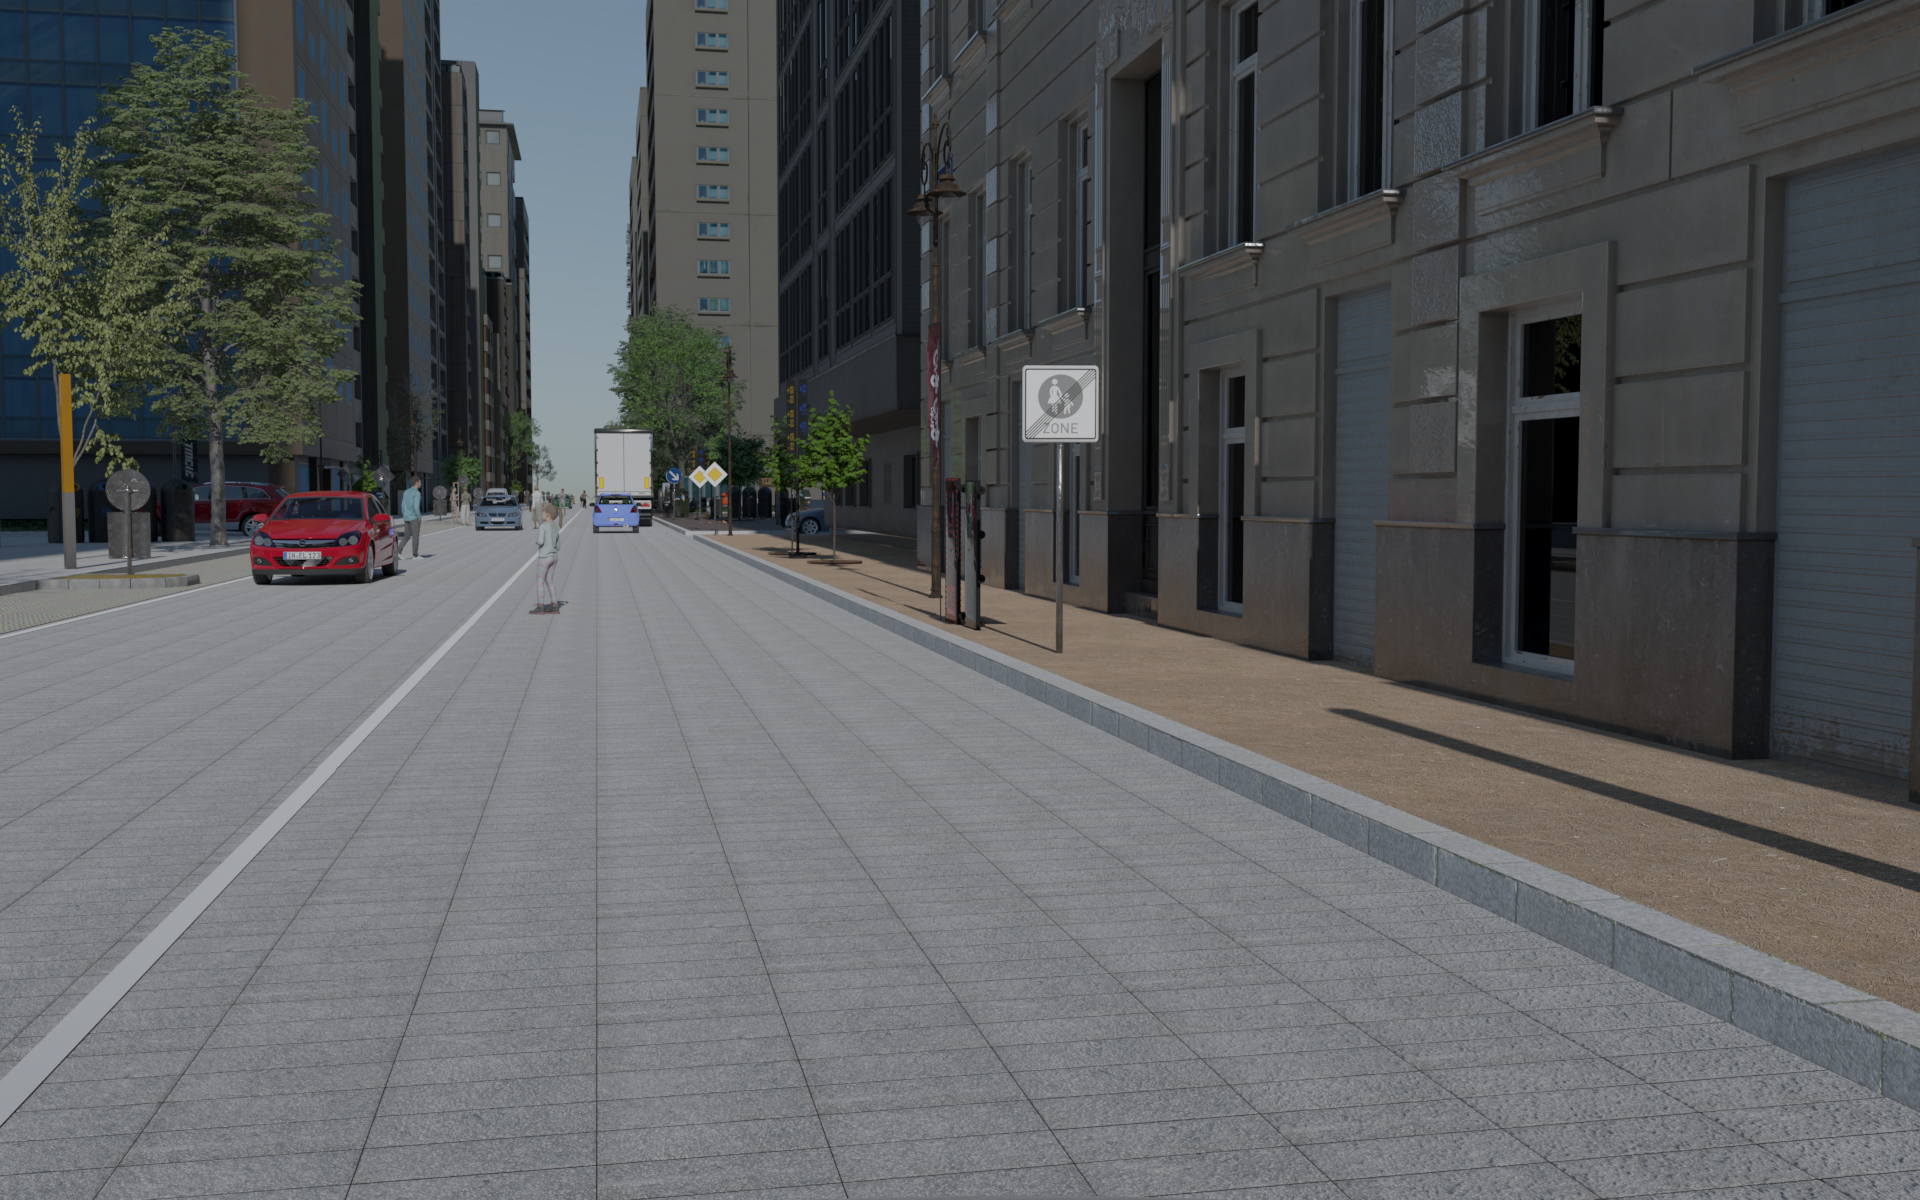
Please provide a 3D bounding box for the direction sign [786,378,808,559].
[{"bbox_3d":[-3.226,-2.591,34.357,0.379,3.537,0.876,-2,4,-32],"label":"direction sign"}]

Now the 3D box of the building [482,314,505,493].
[{"bbox_3d":[-61.895,-20.370,178.093,27.650,21.520,28.899,-1,4,-12],"label":"building"}]

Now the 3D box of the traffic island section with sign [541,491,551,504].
[{"bbox_3d":[-62.671,-15.613,263.901,1.989,1.847,2.006,-1,4,-12],"label":"traffic island section with sign"}]

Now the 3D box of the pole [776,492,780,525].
[{"bbox_3d":[-7.593,-4.783,72.051,0.158,3.312,0.155,0,3,0],"label":"pole"}]

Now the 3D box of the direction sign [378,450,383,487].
[{"bbox_3d":[-29.816,-5.943,89.168,0.379,3.537,0.876,0,4,-5],"label":"direction sign"}]

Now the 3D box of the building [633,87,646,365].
[{"bbox_3d":[-26.115,-35.238,199.845,21.300,48.544,21.600,-1,4,-12],"label":"building"}]

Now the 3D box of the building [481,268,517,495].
[{"bbox_3d":[-64.220,-27.465,220.748,14.160,30.474,14.107,-1,4,-12],"label":"building"}]

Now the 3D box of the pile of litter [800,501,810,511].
[{"bbox_3d":[-9.404,-5.664,106.571,1.719,0.858,1.176,2,4,30],"label":"pile of litter"}]

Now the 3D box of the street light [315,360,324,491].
[{"bbox_3d":[-21.834,-5.283,59.159,0.468,5.910,1.993,-1,4,-12],"label":"street light"}]

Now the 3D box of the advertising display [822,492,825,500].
[{"bbox_3d":[-7.519,-5.775,99.633,0.974,1.923,0.123,-3,4,-38],"label":"advertising display"}]

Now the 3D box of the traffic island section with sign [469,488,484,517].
[{"bbox_3d":[-30.030,-6.089,108.181,1.989,1.847,2.006,-1,4,-12],"label":"traffic island section with sign"}]

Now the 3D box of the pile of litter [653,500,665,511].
[{"bbox_3d":[-23.310,-7.261,132.675,1.719,0.858,1.176,1,4,14],"label":"pile of litter"}]

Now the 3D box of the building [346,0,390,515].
[{"bbox_3d":[-37.561,-19.376,88.503,14.160,30.474,14.107,-1,4,-12],"label":"building"}]

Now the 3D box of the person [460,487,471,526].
[{"bbox_3d":[-22.371,-4.235,78.293,0.362,1.759,0.519,3,5,43],"label":"person"}]

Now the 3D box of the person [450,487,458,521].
[{"bbox_3d":[-24.812,-4.665,85.105,0.374,1.781,0.599,-3,4,-36],"label":"person"}]

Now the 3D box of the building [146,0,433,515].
[{"bbox_3d":[-41.620,-28.115,109.793,14.600,45.320,14.200,-1,4,-12],"label":"building"}]

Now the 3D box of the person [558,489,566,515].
[{"bbox_3d":[-26.734,-6.583,116.320,0.511,1.800,0.466,0,4,-3],"label":"person"}]

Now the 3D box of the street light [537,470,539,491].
[{"bbox_3d":[-67.301,-18.566,276.348,0.468,5.910,1.993,-1,4,-12],"label":"street light"}]

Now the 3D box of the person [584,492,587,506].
[{"bbox_3d":[-44.045,-11.870,203.504,0.436,1.711,0.756,-1,4,-18],"label":"person"}]

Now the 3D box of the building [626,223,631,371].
[{"bbox_3d":[-42.101,-40.290,278.349,23.786,49.044,30.456,-1,4,-12],"label":"building"}]

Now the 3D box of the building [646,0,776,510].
[{"bbox_3d":[-16.083,-32.253,151.037,21.300,48.544,21.600,-1,4,-12],"label":"building"}]

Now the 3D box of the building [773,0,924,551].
[{"bbox_3d":[3.607,-15.216,42.294,14.314,27.812,24.014,-1,4,-12],"label":"building"}]

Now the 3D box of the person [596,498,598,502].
[{"bbox_3d":[-26.359,-7.223,126.689,0.616,1.811,0.778,-3,4,-37],"label":"person"}]

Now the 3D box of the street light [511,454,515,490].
[{"bbox_3d":[-50.606,-13.673,196.342,0.468,5.910,1.993,-1,4,-12],"label":"street light"}]

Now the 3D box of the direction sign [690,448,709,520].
[{"bbox_3d":[-12.981,-5.722,85.559,0.876,3.537,0.379,3,4,36],"label":"direction sign"}]

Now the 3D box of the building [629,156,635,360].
[{"bbox_3d":[-34.218,-37.580,238.140,21.300,48.544,21.600,-1,4,-12],"label":"building"}]

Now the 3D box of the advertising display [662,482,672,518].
[{"bbox_3d":[-15.586,-5.320,92.198,0.123,1.923,0.974,-2,4,-35],"label":"advertising display"}]

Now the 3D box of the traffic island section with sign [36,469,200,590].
[{"bbox_3d":[-12.968,-1.114,26.849,1.989,1.847,2.006,-1,4,-12],"label":"traffic island section with sign"}]

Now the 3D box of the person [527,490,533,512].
[{"bbox_3d":[-34.699,-8.020,140.344,1.217,1.735,0.721,3,5,40],"label":"person"}]

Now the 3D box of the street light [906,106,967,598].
[{"bbox_3d":[-0.300,-2.961,21.199,0.468,5.910,1.993,-1,4,-12],"label":"street light"}]

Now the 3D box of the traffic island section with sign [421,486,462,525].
[{"bbox_3d":[-24.429,-4.459,81.526,1.989,1.847,2.006,-1,4,-12],"label":"traffic island section with sign"}]

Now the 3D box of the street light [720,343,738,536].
[{"bbox_3d":[-7.069,-4.915,53.141,0.468,5.910,1.993,-1,4,-12],"label":"street light"}]

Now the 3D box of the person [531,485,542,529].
[{"bbox_3d":[-17.316,-3.809,71.000,0.478,1.798,0.641,-2,4,-29],"label":"person"}]

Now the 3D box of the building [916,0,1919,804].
[{"bbox_3d":[7.271,-13.502,18.029,12.463,27.353,25.104,-1,4,-12],"label":"building"}]

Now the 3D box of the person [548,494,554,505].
[{"bbox_3d":[-41.171,-9.956,174.505,0.697,1.427,0.421,3,5,41],"label":"person"}]

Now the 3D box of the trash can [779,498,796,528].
[{"bbox_3d":[-6.543,-3.322,65.966,0.748,1.137,0.748,0,3,0],"label":"trash can"}]

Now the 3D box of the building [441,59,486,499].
[{"bbox_3d":[-51.148,-28.989,157.572,14.154,41.232,14.086,-1,4,-12],"label":"building"}]

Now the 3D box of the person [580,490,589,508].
[{"bbox_3d":[-38.409,-10.317,177.200,1.348,1.823,0.705,2,4,26],"label":"person"}]

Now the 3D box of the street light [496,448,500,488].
[{"bbox_3d":[-44.050,-11.779,165.374,0.468,5.910,1.993,-1,4,-12],"label":"street light"}]

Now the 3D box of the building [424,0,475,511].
[{"bbox_3d":[-50.393,-42.867,139.125,20.563,71.187,20.611,-1,4,-12],"label":"building"}]

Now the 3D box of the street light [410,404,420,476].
[{"bbox_3d":[-28.158,-7.143,89.569,0.468,5.910,1.993,-1,4,-12],"label":"street light"}]

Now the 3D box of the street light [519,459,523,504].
[{"bbox_3d":[-54.590,-14.838,215.386,0.468,5.910,1.993,-1,4,-12],"label":"street light"}]

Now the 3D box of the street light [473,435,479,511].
[{"bbox_3d":[-37.544,-9.880,134.325,0.468,5.910,1.993,-1,4,-12],"label":"street light"}]

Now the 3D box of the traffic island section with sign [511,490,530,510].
[{"bbox_3d":[-40.299,-9.087,157.197,1.989,1.847,2.006,-1,4,-12],"label":"traffic island section with sign"}]

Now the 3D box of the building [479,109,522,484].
[{"bbox_3d":[-75.394,-39.737,238.946,28.713,52.752,27.495,-1,4,-12],"label":"building"}]

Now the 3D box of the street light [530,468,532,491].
[{"bbox_3d":[-60.907,-16.707,245.953,0.468,5.910,1.993,-1,4,-12],"label":"street light"}]

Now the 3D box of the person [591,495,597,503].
[{"bbox_3d":[-33.297,-9.194,158.803,0.705,1.826,1.348,2,4,25],"label":"person"}]

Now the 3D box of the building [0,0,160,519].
[{"bbox_3d":[-31.874,-25.476,66.646,14.600,45.320,14.200,-1,4,-12],"label":"building"}]

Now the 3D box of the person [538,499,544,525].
[{"bbox_3d":[-19.171,-4.154,79.011,0.503,1.515,0.523,-3,4,-39],"label":"person"}]

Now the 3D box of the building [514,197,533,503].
[{"bbox_3d":[-76.927,-39.195,264.533,21.300,48.544,21.600,-1,4,-12],"label":"building"}]

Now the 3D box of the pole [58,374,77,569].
[{"bbox_3d":[-15.225,-2.184,29.545,0.158,3.312,0.155,0,3,0],"label":"pole"}]

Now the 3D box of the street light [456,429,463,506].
[{"bbox_3d":[-34.575,-9.001,119.959,0.468,5.910,1.993,-1,4,-12],"label":"street light"}]

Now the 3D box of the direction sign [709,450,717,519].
[{"bbox_3d":[-12.894,-5.981,89.783,0.876,3.537,0.379,3,4,37],"label":"direction sign"}]

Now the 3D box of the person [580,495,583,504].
[{"bbox_3d":[-43.514,-11.466,199.209,0.421,1.427,0.697,0,4,3],"label":"person"}]
